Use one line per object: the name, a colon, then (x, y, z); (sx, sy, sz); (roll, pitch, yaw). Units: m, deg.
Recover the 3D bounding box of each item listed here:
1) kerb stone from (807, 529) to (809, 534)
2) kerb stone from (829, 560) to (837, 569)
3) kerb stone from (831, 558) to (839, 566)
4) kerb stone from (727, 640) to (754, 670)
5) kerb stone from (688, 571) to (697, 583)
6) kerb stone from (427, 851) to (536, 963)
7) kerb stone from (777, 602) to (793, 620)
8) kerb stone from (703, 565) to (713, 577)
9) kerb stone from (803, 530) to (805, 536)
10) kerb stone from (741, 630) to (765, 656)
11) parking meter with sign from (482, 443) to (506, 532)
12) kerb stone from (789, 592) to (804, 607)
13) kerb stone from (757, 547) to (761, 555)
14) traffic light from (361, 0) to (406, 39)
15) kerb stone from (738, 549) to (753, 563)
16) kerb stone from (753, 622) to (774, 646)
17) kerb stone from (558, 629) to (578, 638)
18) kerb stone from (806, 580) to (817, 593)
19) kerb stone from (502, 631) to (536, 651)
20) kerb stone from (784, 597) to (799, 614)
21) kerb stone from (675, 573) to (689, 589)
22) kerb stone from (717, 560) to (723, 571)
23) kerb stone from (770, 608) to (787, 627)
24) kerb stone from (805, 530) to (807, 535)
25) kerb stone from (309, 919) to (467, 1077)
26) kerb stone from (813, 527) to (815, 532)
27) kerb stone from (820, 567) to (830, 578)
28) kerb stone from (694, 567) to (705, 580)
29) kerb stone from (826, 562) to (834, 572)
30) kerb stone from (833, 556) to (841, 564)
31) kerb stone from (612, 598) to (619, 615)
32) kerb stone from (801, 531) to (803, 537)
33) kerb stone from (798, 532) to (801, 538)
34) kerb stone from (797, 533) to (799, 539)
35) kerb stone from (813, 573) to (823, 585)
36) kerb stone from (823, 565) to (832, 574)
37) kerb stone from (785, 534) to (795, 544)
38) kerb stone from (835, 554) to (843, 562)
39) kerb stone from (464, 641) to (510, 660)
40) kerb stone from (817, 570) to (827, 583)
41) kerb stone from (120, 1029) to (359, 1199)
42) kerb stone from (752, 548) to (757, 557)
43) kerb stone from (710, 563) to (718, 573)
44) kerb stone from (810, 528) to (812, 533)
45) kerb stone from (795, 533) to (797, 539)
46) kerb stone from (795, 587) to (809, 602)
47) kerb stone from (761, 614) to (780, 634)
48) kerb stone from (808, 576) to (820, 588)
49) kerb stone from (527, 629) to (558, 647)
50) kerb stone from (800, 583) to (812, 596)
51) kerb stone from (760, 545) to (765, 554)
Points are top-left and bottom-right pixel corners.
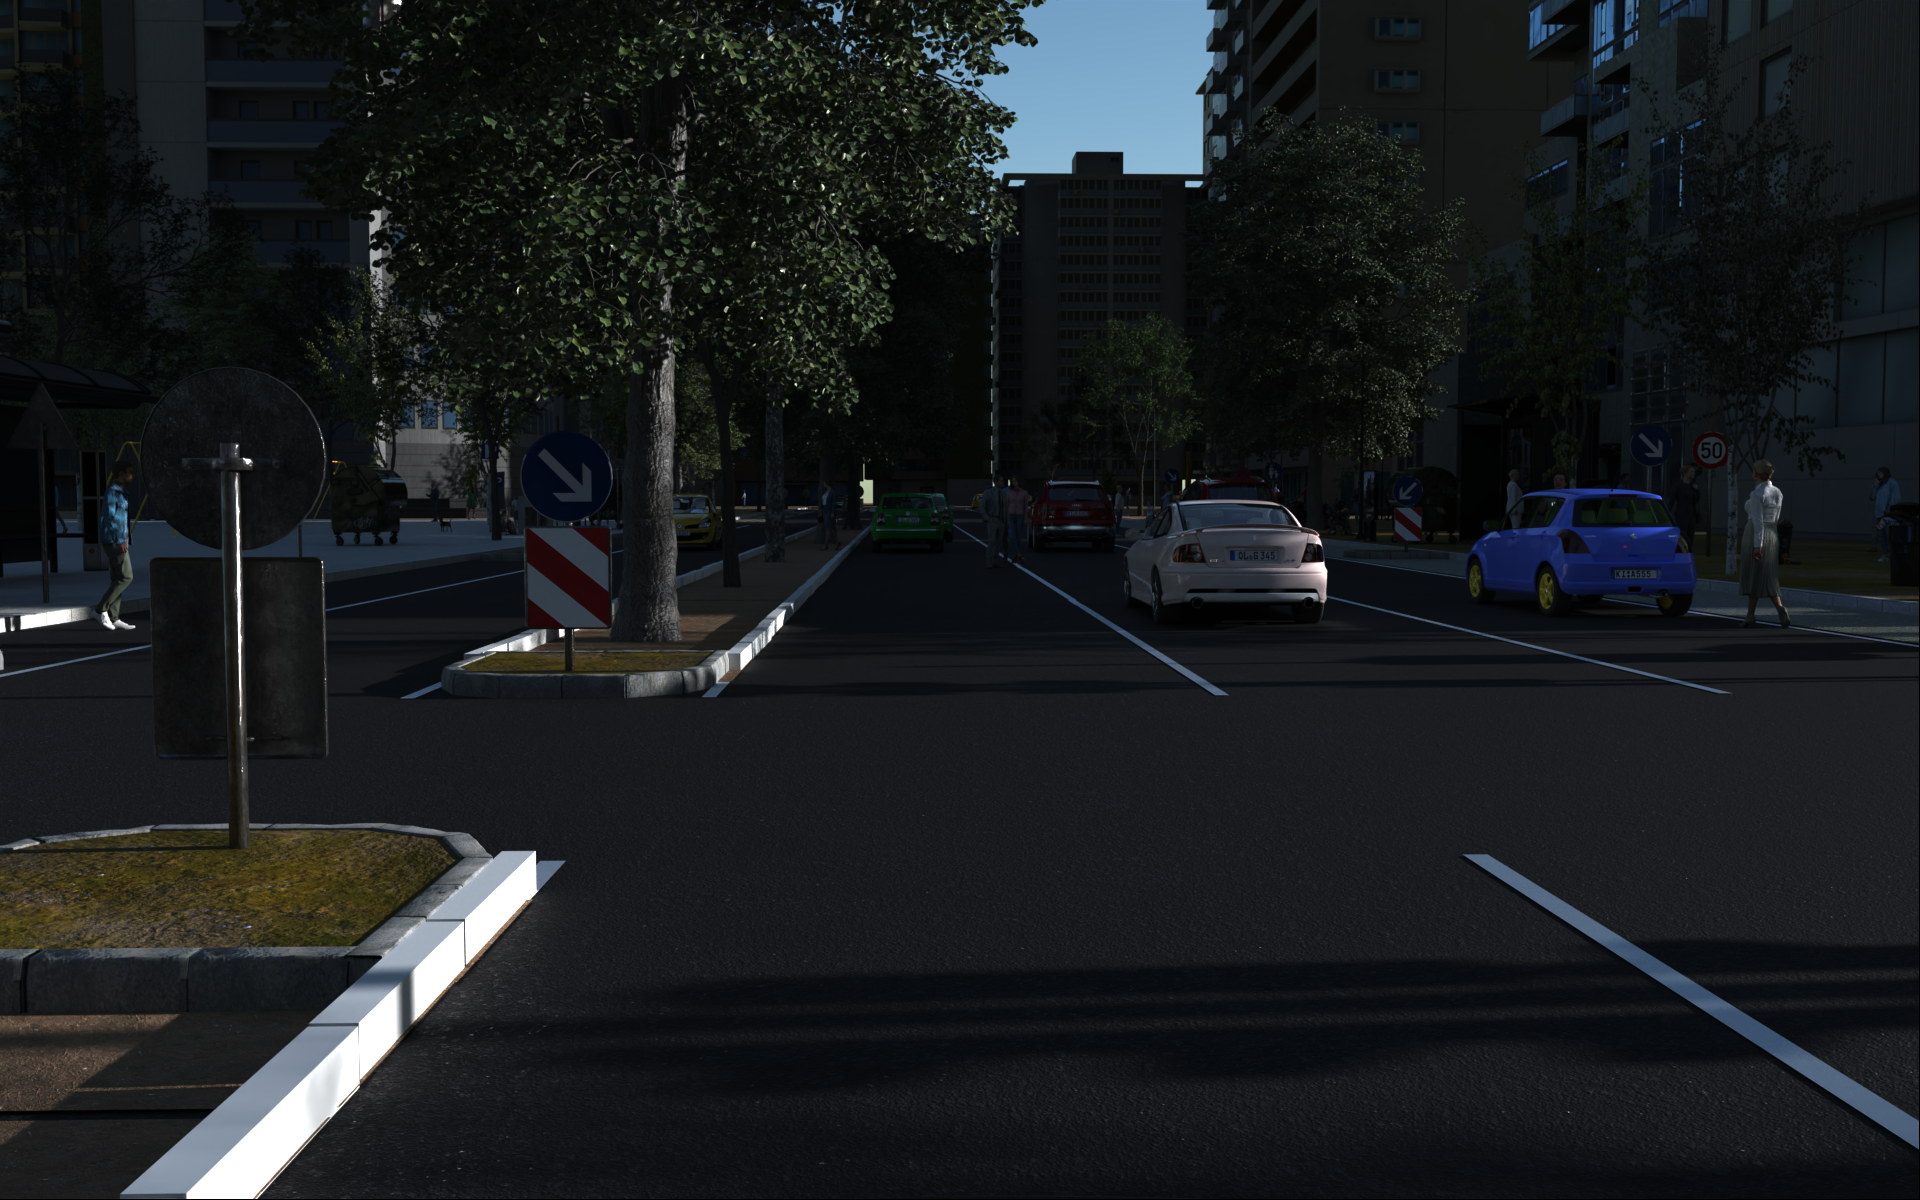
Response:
kerb stone: (-5.380, -2.283, 59.524); (0.120, 0.150, 1.000); (0, 4, -2)
kerb stone: (-2.401, -0.596, 31.936); (0.120, 0.150, 1.000); (0, 4, -2)
kerb stone: (-2.438, -0.658, 32.962); (0.120, 0.150, 1.000); (0, 4, -2)
kerb stone: (-1.849, 0.476, 14.500); (0.120, 0.150, 1.000); (0, 4, -2)
kerb stone: (-4.376, -0.333, 27.751); (0.120, 0.150, 1.000); (0, 4, -2)
kerb stone: (-1.569, 1.007, 5.728); (0.120, 0.150, 1.000); (0, 4, -2)
kerb stone: (-2.011, 0.160, 19.638); (0.120, 0.150, 1.000); (0, 4, -2)
kerb stone: (-4.418, -0.456, 29.804); (0.120, 0.150, 1.000); (0, 4, -2)
kerb stone: (-5.322, -2.158, 57.480); (0.120, 0.150, 1.000); (0, 4, -2)
kerb stone: (-1.876, 0.407, 15.538); (0.120, 0.150, 1.000); (0, 4, -2)
parking meter with sign: (-15.690, -3.809, 58.539); (0.543, 3.016, 1.738); (-2, 4, -27)
kerb stone: (-2.075, 0.030, 21.698); (0.120, 0.150, 1.000); (0, 4, -2)
kerb stone: (-4.771, -1.093, 40.058); (0.120, 0.150, 1.000); (0, 4, -2)
traffic light: (-6.665, -2.357, 13.207); (4.771, 5.953, 1.251); (0, 4, -2)
kerb stone: (-4.700, -0.965, 37.997); (0.120, 0.150, 1.000); (0, 4, -2)
kerb stone: (-1.903, 0.347, 16.560); (0.120, 0.150, 1.000); (0, 4, -2)
kerb stone: (-4.039, 0.291, 17.500); (0.120, 0.150, 1.000); (0, 4, -2)
kerb stone: (-2.170, -0.156, 24.764); (0.120, 0.150, 1.000); (0, 4, -2)
kerb stone: (-3.972, 0.417, 15.457); (0.120, 0.150, 1.000); (0, 4, -2)
kerb stone: (-2.044, 0.096, 20.670); (0.120, 0.150, 1.000); (0, 4, -2)
kerb stone: (-4.341, -0.277, 26.724); (0.120, 0.150, 1.000); (0, 4, -2)
kerb stone: (-4.510, -0.591, 31.855); (0.120, 0.150, 1.000); (0, 4, -2)
kerb stone: (-1.981, 0.219, 18.616); (0.120, 0.150, 1.000); (0, 4, -2)
kerb stone: (-5.353, -2.221, 58.502); (0.120, 0.150, 1.000); (0, 4, -2)
kerb stone: (-1.534, 1.070, 4.701); (0.120, 0.150, 1.000); (0, 4, -2)
kerb stone: (-5.515, -2.530, 63.619); (0.120, 0.150, 1.000); (0, 4, -2)
kerb stone: (-2.295, -0.407, 28.854); (0.120, 0.150, 1.000); (0, 4, -2)
kerb stone: (-4.398, -0.403, 28.781); (0.120, 0.150, 1.000); (0, 4, -2)
kerb stone: (-2.370, -0.532, 30.907); (0.120, 0.150, 1.000); (0, 4, -2)
kerb stone: (-2.471, -0.717, 33.991); (0.120, 0.150, 1.000); (0, 4, -2)
kerb stone: (-4.143, 0.103, 20.582); (0.120, 0.150, 1.000); (0, 4, -2)
kerb stone: (-5.288, -2.095, 56.453); (0.120, 0.150, 1.000); (0, 4, -2)
kerb stone: (-5.255, -2.031, 55.421); (0.120, 0.150, 1.000); (0, 4, -2)
kerb stone: (-5.218, -1.970, 54.400); (0.120, 0.150, 1.000); (0, 4, -2)
kerb stone: (-2.240, -0.282, 26.810); (0.120, 0.150, 1.000); (0, 4, -2)
kerb stone: (-2.330, -0.470, 29.885); (0.120, 0.150, 1.000); (0, 4, -2)
kerb stone: (-5.156, -1.845, 52.353); (0.120, 0.150, 1.000); (0, 4, -2)
kerb stone: (-2.500, -0.784, 35.018); (0.120, 0.150, 1.000); (0, 4, -2)
kerb stone: (-3.948, 0.478, 14.435); (0.120, 0.150, 1.000); (0, 4, -2)
kerb stone: (-2.264, -0.345, 27.832); (0.120, 0.150, 1.000); (0, 4, -2)
kerb stone: (-1.495, 1.133, 3.677); (0.120, 0.150, 1.000); (0, 4, -2)
kerb stone: (-4.733, -1.030, 39.030); (0.120, 0.150, 1.000); (0, 4, -2)
kerb stone: (-4.476, -0.528, 30.824); (0.120, 0.150, 1.000); (0, 4, -2)
kerb stone: (-5.451, -2.408, 61.574); (0.120, 0.150, 1.000); (0, 4, -2)
kerb stone: (-5.188, -1.907, 53.378); (0.120, 0.150, 1.000); (0, 4, -2)
kerb stone: (-2.109, -0.030, 22.719); (0.120, 0.150, 1.000); (0, 4, -2)
kerb stone: (-1.945, 0.282, 17.581); (0.120, 0.150, 1.000); (0, 4, -2)
kerb stone: (-2.210, -0.220, 25.788); (0.120, 0.150, 1.000); (0, 4, -2)
kerb stone: (-4.015, 0.350, 16.478); (0.120, 0.150, 1.000); (0, 4, -2)
kerb stone: (-2.147, -0.095, 23.742); (0.120, 0.150, 1.000); (0, 4, -2)
kerb stone: (-4.795, -1.155, 41.086); (0.120, 0.150, 1.000); (0, 4, -2)
